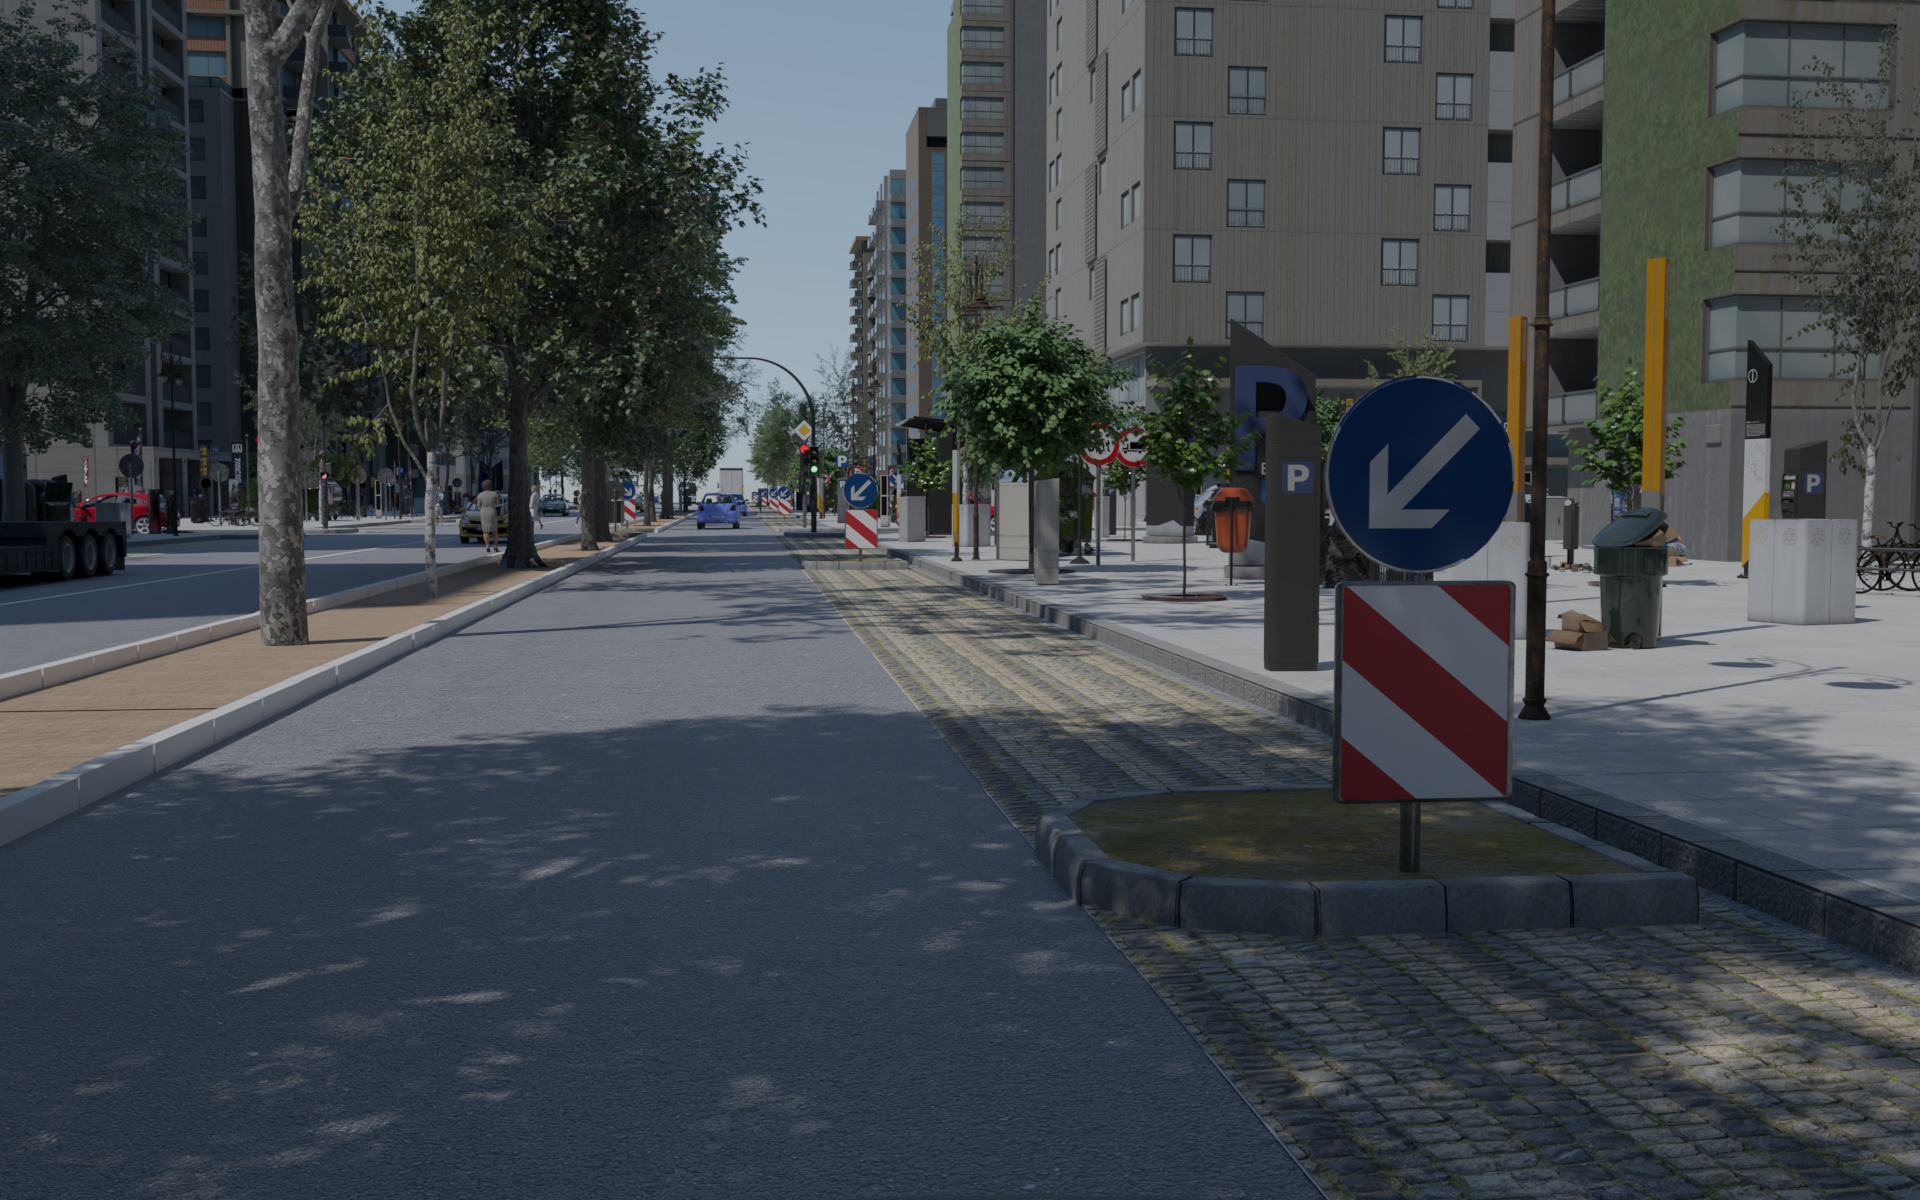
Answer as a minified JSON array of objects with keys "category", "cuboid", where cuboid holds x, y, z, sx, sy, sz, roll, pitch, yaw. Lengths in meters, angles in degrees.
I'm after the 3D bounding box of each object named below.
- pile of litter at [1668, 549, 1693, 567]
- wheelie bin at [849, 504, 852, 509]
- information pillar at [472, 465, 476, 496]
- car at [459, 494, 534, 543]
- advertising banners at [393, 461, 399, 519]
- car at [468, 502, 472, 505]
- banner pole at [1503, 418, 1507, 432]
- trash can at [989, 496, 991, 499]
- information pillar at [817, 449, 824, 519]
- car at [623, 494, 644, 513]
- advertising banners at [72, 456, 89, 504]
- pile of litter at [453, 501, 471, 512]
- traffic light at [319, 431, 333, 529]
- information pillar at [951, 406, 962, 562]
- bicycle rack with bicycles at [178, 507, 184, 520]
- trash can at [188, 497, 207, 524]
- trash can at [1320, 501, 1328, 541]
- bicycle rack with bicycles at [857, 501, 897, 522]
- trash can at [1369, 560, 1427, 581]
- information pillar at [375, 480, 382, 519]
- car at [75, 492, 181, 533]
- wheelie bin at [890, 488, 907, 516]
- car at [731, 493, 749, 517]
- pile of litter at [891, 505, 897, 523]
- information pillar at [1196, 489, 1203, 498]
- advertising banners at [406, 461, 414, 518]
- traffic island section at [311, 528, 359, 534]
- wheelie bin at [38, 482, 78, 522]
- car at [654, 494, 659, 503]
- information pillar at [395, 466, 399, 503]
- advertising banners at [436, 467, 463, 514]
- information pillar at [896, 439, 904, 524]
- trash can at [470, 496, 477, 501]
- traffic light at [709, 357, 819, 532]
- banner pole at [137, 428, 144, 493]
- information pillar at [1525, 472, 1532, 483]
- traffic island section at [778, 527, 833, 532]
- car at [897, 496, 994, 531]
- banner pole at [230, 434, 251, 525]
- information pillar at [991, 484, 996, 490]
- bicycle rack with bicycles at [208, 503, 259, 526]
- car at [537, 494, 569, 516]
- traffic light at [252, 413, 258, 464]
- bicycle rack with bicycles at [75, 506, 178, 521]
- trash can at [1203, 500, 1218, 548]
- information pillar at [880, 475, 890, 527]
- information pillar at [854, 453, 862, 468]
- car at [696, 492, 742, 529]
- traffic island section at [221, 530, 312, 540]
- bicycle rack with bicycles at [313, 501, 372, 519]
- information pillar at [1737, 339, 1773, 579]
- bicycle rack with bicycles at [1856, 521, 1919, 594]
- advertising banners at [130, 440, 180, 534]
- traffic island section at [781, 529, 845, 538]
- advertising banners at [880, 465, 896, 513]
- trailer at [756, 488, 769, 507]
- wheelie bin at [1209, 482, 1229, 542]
[{"category":"pile of litter","cuboid":[12.498,-1.044,31.040,1.719,0.858,1.176,-1,4,-22]},{"category":"wheelie bin","cuboid":[-8.062,-7.238,126.249,0.980,1.594,0.693,-1,4,-17]},{"category":"information pillar","cuboid":[-38.647,-8.944,137.589,0.183,3.616,0.504,1,4,12]},{"category":"car","cuboid":[-13.806,-2.534,51.662,2.015,1.641,3.980,0,4,-5]},{"category":"advertising banners","cuboid":[-29.480,-5.755,90.288,0.090,3.025,2.074,-1,4,-16]},{"category":"car","cuboid":[-23.062,-4.471,85.095,2.014,1.417,4.499,0,4,-6]},{"category":"banner pole","cuboid":[15.950,-3.678,50.146,0.401,3.779,0.863,-1,4,-21]},{"category":"trash can","cuboid":[2.317,-6.351,115.489,0.748,1.137,0.748,0,3,0]},{"category":"information pillar","cuboid":[-7.248,-6.023,89.832,0.183,3.616,0.504,1,4,21]},{"category":"car","cuboid":[-25.472,-7.628,134.939,2.015,1.641,3.980,0,4,-6]},{"category":"advertising banners","cuboid":[-40.710,-5.126,79.990,2.074,3.025,0.090,3,4,38]},{"category":"pile of litter","cuboid":[-35.981,-6.763,124.540,1.719,0.858,1.176,0,4,-2]},{"category":"traffic light","cuboid":[-21.229,-5.452,63.814,4.771,5.953,1.251,0,4,-7]},{"category":"information pillar","cuboid":[-0.072,-2.539,32.875,0.183,3.616,0.504,0,4,6]},{"category":"bicycle rack with bicycles","cuboid":[-39.945,-4.421,85.664,2.925,0.926,2.852,-2,4,-35]},{"category":"trash can","cuboid":[-33.174,-3.899,75.399,0.748,1.137,0.748,0,3,0]},{"category":"trash can","cuboid":[7.824,-1.646,38.561,0.748,1.137,0.748,0,3,0]},{"category":"bicycle rack with bicycles","cuboid":[-3.726,-4.073,79.977,2.852,0.926,2.925,0,4,-2]},{"category":"trash can","cuboid":[4.736,-0.432,18.723,0.748,1.137,0.748,0,3,0]},{"category":"information pillar","cuboid":[-30.338,-5.253,90.376,0.304,2.012,0.304,-1,4,-13]},{"category":"car","cuboid":[-29.530,-3.125,60.128,4.494,1.783,2.155,0,4,-7]},{"category":"wheelie bin","cuboid":[-3.198,-5.096,91.225,0.693,1.594,0.980,3,5,43]},{"category":"car","cuboid":[-14.551,-6.221,111.309,1.945,1.707,3.694,0,4,-6]},{"category":"pile of litter","cuboid":[-2.449,-3.874,77.298,1.176,0.858,1.719,3,4,36]},{"category":"information pillar","cuboid":[11.281,-4.715,81.580,0.304,2.012,0.304,1,4,23]},{"category":"advertising banners","cuboid":[-29.453,-5.921,93.003,0.090,3.025,2.074,-1,4,-14]},{"category":"traffic island section","cuboid":[-23.334,-2.530,63.646,2.009,0.180,2.903,0,4,-7]},{"category":"wheelie bin","cuboid":[-24.035,-2.343,46.213,0.980,1.594,0.693,-1,4,-15]},{"category":"car","cuboid":[-45.642,-15.265,259.173,1.945,1.707,3.694,0,4,-8]},{"category":"information pillar","cuboid":[-44.443,-8.907,136.985,0.183,3.616,0.504,2,4,35]},{"category":"advertising banners","cuboid":[-32.850,-7.018,110.930,2.074,3.025,0.090,-3,5,-43]},{"category":"information pillar","cuboid":[-2.596,-5.038,73.733,0.183,3.616,0.504,-1,4,-14]},{"category":"trash can","cuboid":[-38.295,-7.642,136.606,0.748,1.137,0.748,0,3,0]},{"category":"traffic light","cuboid":[-6.977,-5.061,57.414,4.771,5.953,1.251,0,4,-7]},{"category":"banner pole","cuboid":[-31.080,-4.629,65.698,0.401,3.779,0.863,-3,4,-37]},{"category":"information pillar","cuboid":[18.558,-3.207,56.920,0.304,2.012,0.304,-1,4,-16]},{"category":"traffic island section","cuboid":[-5.883,-2.665,65.859,2.009,0.180,2.903,0,4,-7]},{"category":"car","cuboid":[-0.058,-3.302,63.020,4.494,1.783,2.155,0,4,-8]},{"category":"banner pole","cuboid":[-29.978,-5.034,72.326,0.863,3.779,0.401,-1,4,-22]},{"category":"information pillar","cuboid":[2.383,-7.077,120.205,0.304,2.012,0.304,2,4,31]},{"category":"bicycle rack with bicycles","cuboid":[-28.523,-3.449,69.766,2.925,0.926,2.852,-1,4,-13]},{"category":"car","cuboid":[-26.451,-6.167,112.622,2.131,1.459,4.920,-1,4,-9]},{"category":"traffic light","cuboid":[-22.282,-4.078,55.595,0.839,4.253,0.868,0,4,-7]},{"category":"bicycle rack with bicycles","cuboid":[-36.137,-3.757,74.811,2.852,0.926,2.925,2,4,26]},{"category":"trash can","cuboid":[6.146,-1.801,41.103,0.748,1.137,0.748,0,3,0]},{"category":"information pillar","cuboid":[-2.875,-3.802,66.651,0.304,2.012,0.304,1,4,14]},{"category":"information pillar","cuboid":[-5.403,-6.089,90.914,0.504,3.616,0.183,2,4,26]},{"category":"car","cuboid":[-10.019,-3.812,71.913,1.945,1.707,3.694,0,4,-6]},{"category":"traffic island section","cuboid":[-22.323,-2.045,55.724,2.009,0.180,2.903,0,4,-7]},{"category":"bicycle rack with bicycles","cuboid":[-32.361,-4.771,91.384,2.925,0.926,2.852,3,5,41]},{"category":"information pillar","cuboid":[11.996,-2.124,26.083,0.183,3.616,0.504,-1,4,-13]},{"category":"bicycle rack with bicycles","cuboid":[12.266,-0.544,22.275,2.852,0.926,2.925,-3,4,-38]},{"category":"advertising banners","cuboid":[-25.930,-3.642,55.732,2.074,3.025,0.090,2,4,24]},{"category":"traffic island section","cuboid":[-4.872,-2.181,57.938,2.009,0.180,2.903,0,4,-7]},{"category":"advertising banners","cuboid":[-4.859,-6.622,104.455,2.074,3.025,0.090,-1,4,-12]},{"category":"trailer","cuboid":[-19.202,-9.899,168.898,1.471,1.999,3.904,-1,4,-8]},{"category":"wheelie bin","cuboid":[7.126,-2.359,46.482,0.693,1.594,0.980,-3,4,-36]}]
